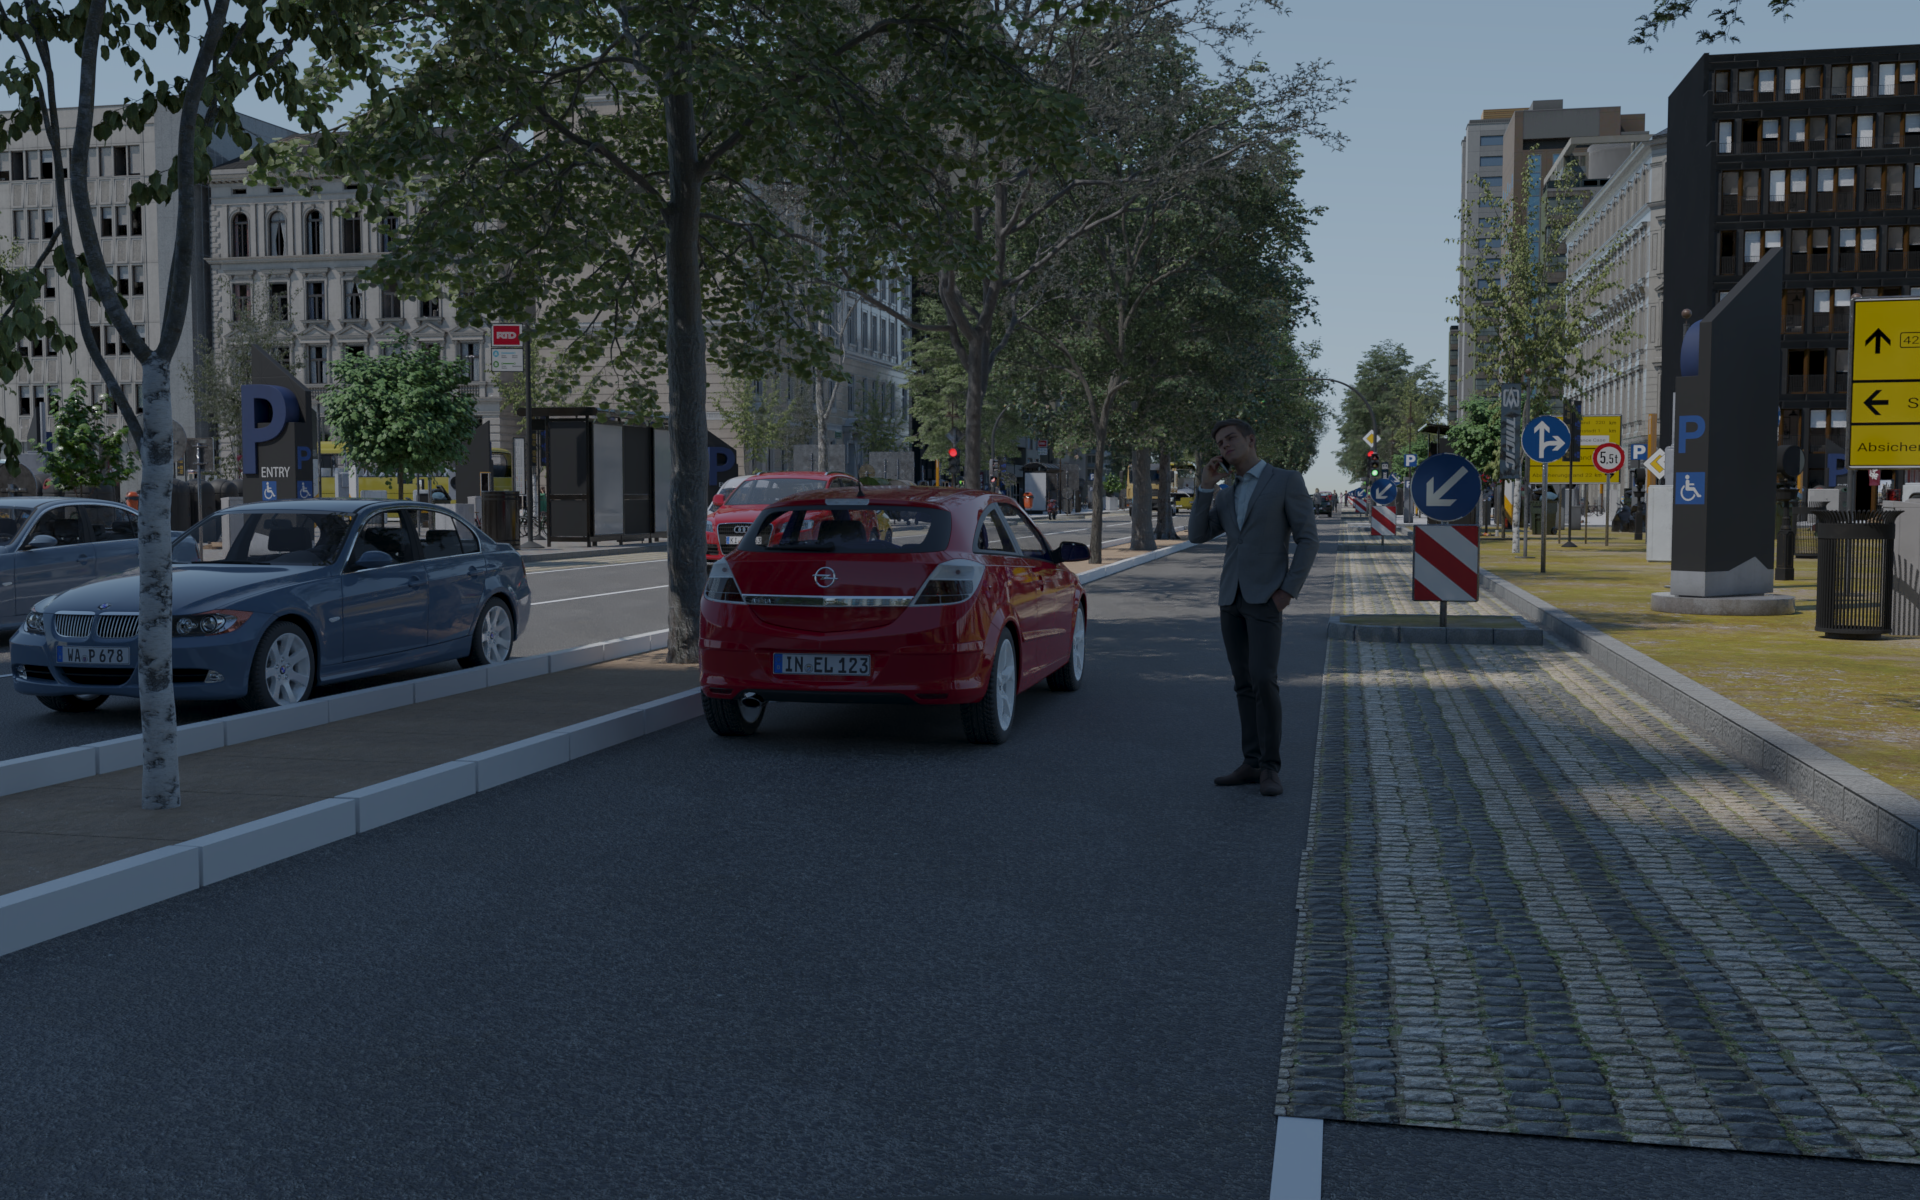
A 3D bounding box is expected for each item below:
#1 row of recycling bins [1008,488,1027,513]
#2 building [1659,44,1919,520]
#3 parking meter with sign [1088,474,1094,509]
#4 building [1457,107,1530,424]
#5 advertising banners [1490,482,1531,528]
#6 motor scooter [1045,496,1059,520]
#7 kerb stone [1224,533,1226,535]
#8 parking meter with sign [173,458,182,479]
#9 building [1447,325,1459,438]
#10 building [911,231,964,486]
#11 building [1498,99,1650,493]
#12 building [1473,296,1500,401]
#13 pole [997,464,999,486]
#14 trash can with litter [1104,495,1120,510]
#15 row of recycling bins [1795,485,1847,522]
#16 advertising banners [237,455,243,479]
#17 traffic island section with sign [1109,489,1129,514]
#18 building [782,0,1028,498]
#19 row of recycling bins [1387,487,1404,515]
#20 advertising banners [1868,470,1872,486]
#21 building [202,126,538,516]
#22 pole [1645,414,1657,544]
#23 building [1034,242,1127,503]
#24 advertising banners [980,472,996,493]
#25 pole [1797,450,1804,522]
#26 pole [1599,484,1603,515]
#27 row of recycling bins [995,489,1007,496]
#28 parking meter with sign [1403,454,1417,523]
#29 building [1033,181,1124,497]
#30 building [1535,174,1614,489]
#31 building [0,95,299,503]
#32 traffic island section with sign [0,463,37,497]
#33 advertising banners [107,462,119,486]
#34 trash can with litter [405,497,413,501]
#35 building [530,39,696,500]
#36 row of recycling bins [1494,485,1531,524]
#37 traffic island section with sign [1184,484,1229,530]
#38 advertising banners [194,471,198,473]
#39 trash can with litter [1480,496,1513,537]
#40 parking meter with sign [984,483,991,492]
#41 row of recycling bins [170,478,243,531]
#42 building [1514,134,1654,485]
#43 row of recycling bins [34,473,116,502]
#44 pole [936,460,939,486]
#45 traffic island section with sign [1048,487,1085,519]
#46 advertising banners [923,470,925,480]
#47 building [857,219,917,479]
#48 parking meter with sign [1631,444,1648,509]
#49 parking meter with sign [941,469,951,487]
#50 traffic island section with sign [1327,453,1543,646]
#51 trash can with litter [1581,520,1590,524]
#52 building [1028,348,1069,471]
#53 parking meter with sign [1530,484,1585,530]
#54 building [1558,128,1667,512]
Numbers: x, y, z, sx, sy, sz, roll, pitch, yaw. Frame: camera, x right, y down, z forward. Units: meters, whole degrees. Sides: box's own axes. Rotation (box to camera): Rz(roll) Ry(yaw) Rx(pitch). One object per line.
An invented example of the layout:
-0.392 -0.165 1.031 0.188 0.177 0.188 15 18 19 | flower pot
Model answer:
4.624 -6.898 119.890 1.069 1.692 3.534 2 4 25 | row of recycling bins
45.874 -15.897 89.595 15.834 23.373 12.332 1 4 12 | building
11.287 -9.348 149.094 0.543 3.016 1.738 0 4 -6 | parking meter with sign
88.614 -44.516 269.842 21.231 58.520 28.212 1 4 12 | building
20.724 -4.230 65.344 2.074 3.025 0.090 -2 4 -24 | advertising banners
5.148 -5.107 96.273 0.815 1.314 1.986 1 4 12 | motor scooter
9.044 -2.305 59.879 0.120 0.150 1.000 1 4 12 | kerb stone
-28.437 -4.019 61.964 1.738 3.016 0.543 3 5 43 | parking meter with sign
89.578 -31.875 292.851 14.160 30.474 14.107 1 4 12 | building
-7.387 -19.242 144.291 12.332 23.373 15.834 1 4 12 | building
69.218 -33.443 196.908 14.600 45.320 14.200 1 4 12 | building
81.287 -29.281 250.438 14.160 30.474 14.107 1 4 12 | building
2.350 -6.898 106.631 0.158 3.312 0.155 0 3 0 | pole
11.998 -7.886 139.989 2.233 1.210 1.678 -1 4 -11 | trash can with litter
39.829 -4.538 81.315 3.534 1.692 1.069 1 4 22 | row of recycling bins
-31.228 -4.953 77.175 2.074 3.025 0.090 0 4 8 | advertising banners
12.036 -7.228 126.808 1.989 1.847 2.006 1 4 12 | traffic island section with sign
-5.754 -33.292 168.027 21.300 48.544 21.600 1 4 12 | building
26.640 -6.036 105.802 1.069 1.692 3.534 1 4 16 | row of recycling bins
29.483 -3.573 54.612 0.090 3.025 2.074 -2 4 -25 | advertising banners
-34.493 -16.956 106.117 19.941 23.489 11.050 1 4 12 | building
17.599 -3.073 44.091 0.158 3.312 0.155 0 3 0 | pole
10.321 -35.110 265.931 32.217 40.220 23.993 1 4 12 | building
2.314 -8.628 137.251 2.074 3.025 0.090 -2 4 -28 | advertising banners
38.625 -5.247 79.637 0.158 3.312 0.155 0 3 0 | pole
40.250 -7.022 108.658 0.158 3.312 0.155 0 3 0 | pole
2.314 -8.120 139.882 3.534 1.692 1.069 -1 4 -14 | row of recycling bins
19.839 -4.906 76.468 0.543 3.016 1.738 1 4 13 | parking meter with sign
17.901 -42.886 290.421 28.713 52.752 27.495 1 4 12 | building
60.647 -23.765 160.258 14.160 30.474 14.107 1 4 12 | building
-54.007 -17.907 110.801 19.932 24.808 12.078 1 4 12 | building
-11.543 -0.713 20.292 1.989 1.847 2.006 1 4 12 | traffic island section with sign
-26.690 -3.499 53.404 0.090 3.025 2.074 1 4 22 | advertising banners
-20.642 -3.333 65.884 1.055 1.170 0.624 -2 4 -28 | trash can with litter
-15.896 -19.604 106.426 13.634 28.700 20.117 1 4 12 | building
23.918 -4.156 75.058 1.069 1.692 3.534 2 4 32 | row of recycling bins
10.057 -3.745 69.361 2.006 1.907 1.989 1 4 12 | traffic island section with sign
-35.512 -5.078 79.208 0.090 3.025 2.074 2 4 33 | advertising banners
16.233 -2.564 52.981 1.678 1.210 2.233 1 4 19 | trash can with litter
1.961 -7.289 115.433 0.543 3.016 1.738 3 5 43 | parking meter with sign
-20.149 -2.406 46.456 1.069 1.692 3.534 1 4 15 | row of recycling bins
73.477 -29.647 176.603 32.217 40.220 23.993 1 4 12 | building
-17.733 -1.638 33.898 3.534 1.692 1.069 2 4 34 | row of recycling bins
-1.270 -6.411 98.663 0.158 3.312 0.155 0 3 0 | pole
6.210 -5.618 100.488 1.989 1.847 2.006 1 4 12 | traffic island section with sign
-2.977 -7.888 125.149 0.090 3.025 2.074 1 4 23 | advertising banners
-11.812 -20.821 126.325 13.634 28.700 20.117 1 4 12 | building
24.049 -3.978 61.305 0.543 3.016 1.738 2 4 24 | parking meter with sign
-0.842 -6.766 106.892 0.543 3.016 1.738 -2 4 -26 | parking meter with sign
4.717 -0.536 17.387 1.989 1.847 2.006 1 4 12 | traffic island section with sign
27.147 -3.991 76.318 2.233 1.210 1.678 -3 4 -38 | trash can with litter
-3.646 -21.355 194.197 27.650 21.520 28.899 1 4 12 | building
21.218 -4.000 61.654 1.738 3.016 0.543 1 4 19 | parking meter with sign
53.568 -21.131 121.913 17.030 29.872 44.131 1 4 12 | building
